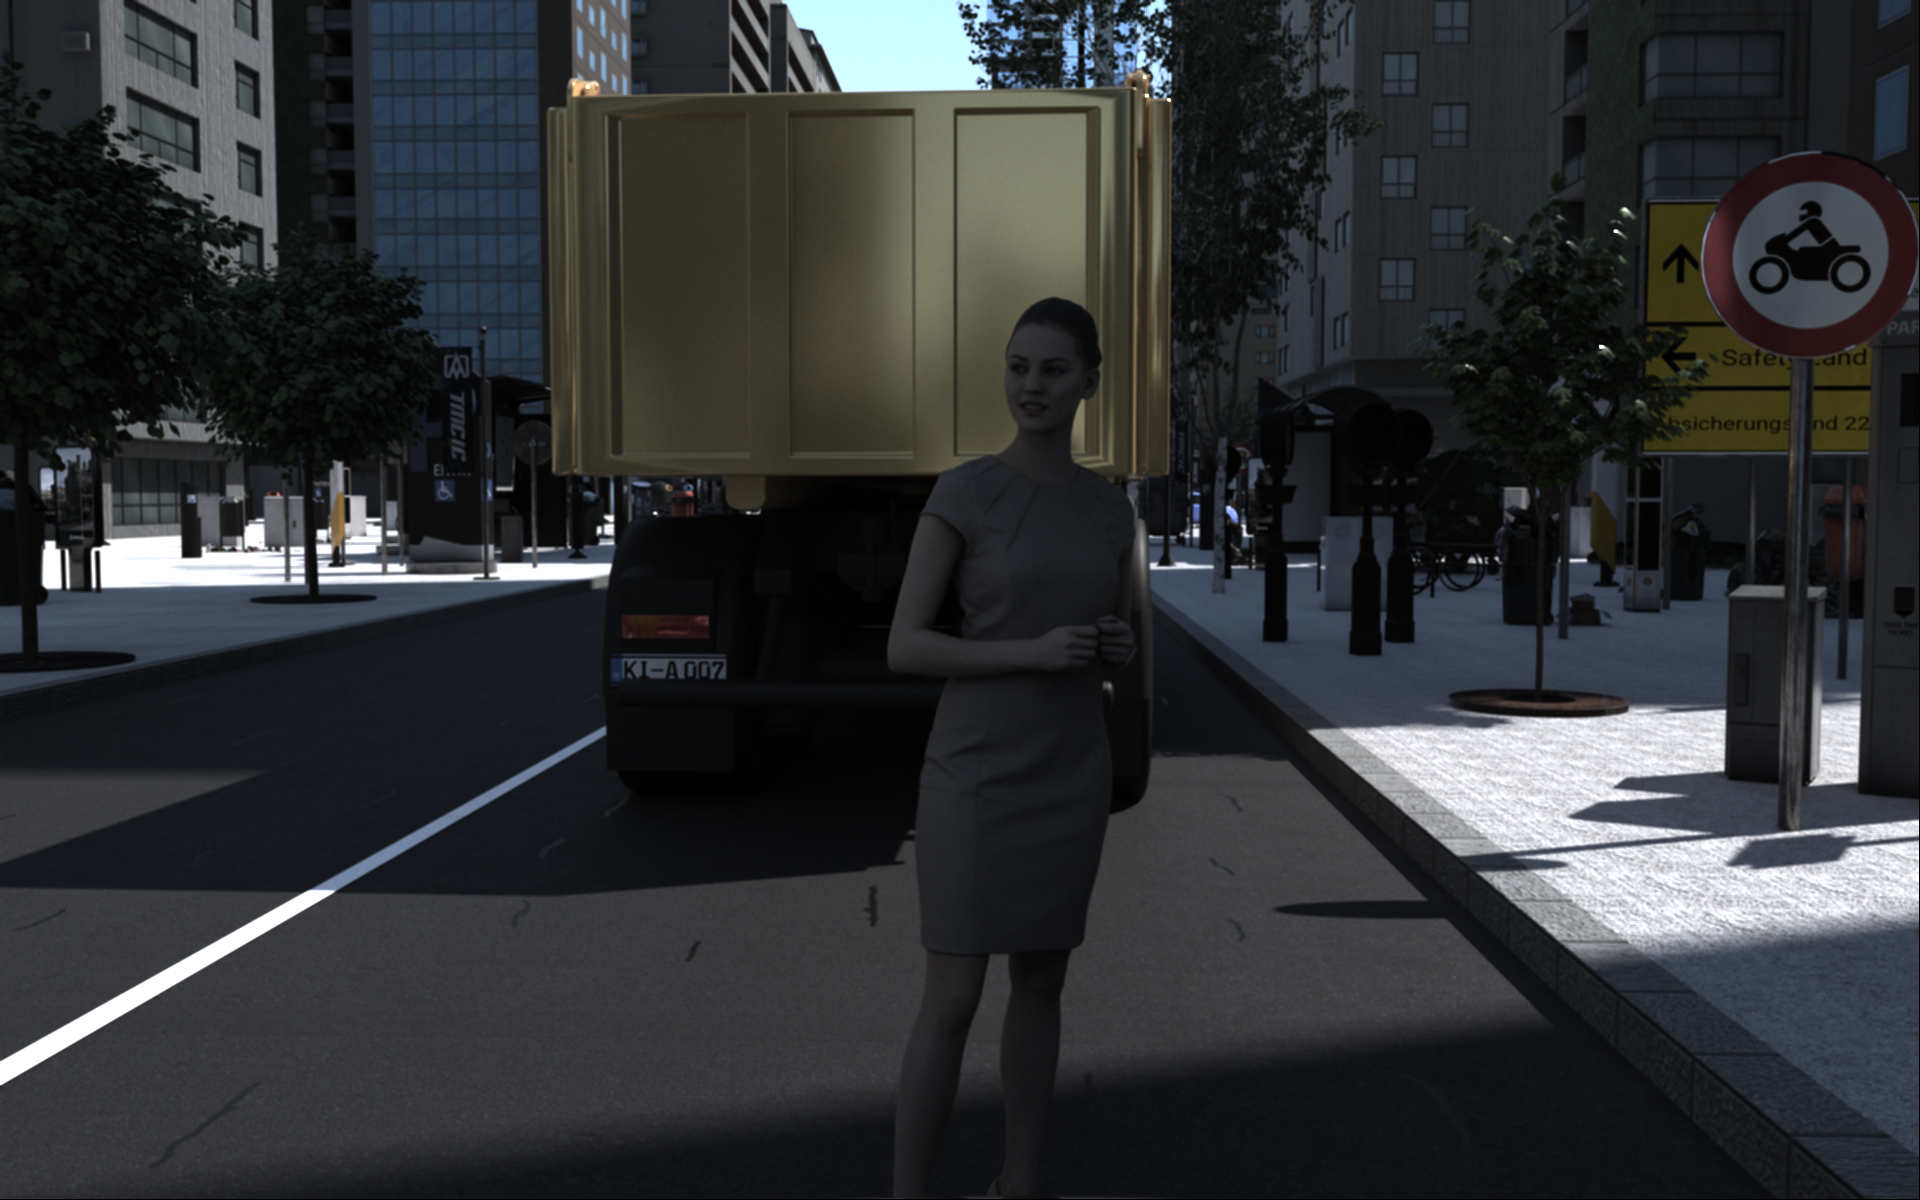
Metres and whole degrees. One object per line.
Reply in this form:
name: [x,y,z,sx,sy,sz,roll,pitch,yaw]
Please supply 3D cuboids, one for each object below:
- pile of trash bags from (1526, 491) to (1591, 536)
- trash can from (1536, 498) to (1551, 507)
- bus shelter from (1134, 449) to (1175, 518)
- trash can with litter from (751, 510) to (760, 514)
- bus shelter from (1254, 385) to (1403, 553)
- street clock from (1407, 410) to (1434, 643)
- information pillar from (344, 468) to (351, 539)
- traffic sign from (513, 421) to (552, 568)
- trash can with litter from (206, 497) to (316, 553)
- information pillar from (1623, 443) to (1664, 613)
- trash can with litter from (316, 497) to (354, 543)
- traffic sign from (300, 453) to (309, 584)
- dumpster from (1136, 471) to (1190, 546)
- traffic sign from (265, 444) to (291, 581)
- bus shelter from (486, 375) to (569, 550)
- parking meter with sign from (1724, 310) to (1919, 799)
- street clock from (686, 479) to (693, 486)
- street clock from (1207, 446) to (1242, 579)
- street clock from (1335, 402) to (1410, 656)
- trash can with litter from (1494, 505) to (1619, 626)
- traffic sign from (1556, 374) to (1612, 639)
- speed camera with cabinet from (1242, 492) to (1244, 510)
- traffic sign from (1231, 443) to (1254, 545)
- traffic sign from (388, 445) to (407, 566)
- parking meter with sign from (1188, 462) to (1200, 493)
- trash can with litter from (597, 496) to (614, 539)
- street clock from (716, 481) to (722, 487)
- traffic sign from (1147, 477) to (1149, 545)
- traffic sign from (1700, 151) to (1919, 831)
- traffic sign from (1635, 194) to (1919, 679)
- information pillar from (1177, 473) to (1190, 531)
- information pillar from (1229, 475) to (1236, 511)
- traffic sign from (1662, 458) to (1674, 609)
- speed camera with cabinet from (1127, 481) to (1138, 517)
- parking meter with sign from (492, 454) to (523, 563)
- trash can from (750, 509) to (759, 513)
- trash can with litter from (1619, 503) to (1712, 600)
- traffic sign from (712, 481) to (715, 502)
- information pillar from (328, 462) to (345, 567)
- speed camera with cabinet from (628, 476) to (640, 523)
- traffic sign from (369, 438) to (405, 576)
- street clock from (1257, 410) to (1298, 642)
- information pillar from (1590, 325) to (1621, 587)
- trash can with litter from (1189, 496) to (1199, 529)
pile of trash bags: [14.001,-1.834,39.746,1.912,1.369,3.447,3,5,42]
trash can: [21.193,-3.157,63.277,0.748,1.137,0.748,0,3,0]
bus shelter: [7.478,-4.652,69.988,2.014,3.302,5.546,0,4,2]
trash can with litter: [-14.588,-7.280,130.084,2.233,1.210,1.678,-1,4,-8]
bus shelter: [7.280,-2.505,34.876,2.014,3.302,5.546,0,4,2]
street clock: [3.812,-0.636,14.964,0.471,2.002,0.358,-1,4,-14]
information pillar: [-17.484,-2.726,49.068,0.304,2.012,0.304,1,4,18]
traffic sign: [-7.396,-1.832,30.058,0.768,2.556,0.104,0,4,8]
trash can with litter: [-15.764,-1.665,38.280,2.233,1.210,1.678,0,4,3]
information pillar: [7.431,-0.876,18.815,0.304,2.012,0.304,0,3,0]
trash can with litter: [-17.301,-2.117,45.674,2.233,1.210,1.678,0,4,-4]
traffic sign: [-9.282,-1.502,24.554,0.884,2.594,0.081,0,4,4]
dumpster: [5.120,-2.321,43.710,1.264,1.857,1.865,0,4,2]
traffic sign: [-9.887,-1.547,25.402,0.768,2.556,0.104,0,4,7]
bus shelter: [-9.753,-2.812,37.265,1.731,3.624,6.357,0,4,2]
parking meter with sign: [4.229,-0.677,7.327,1.738,3.016,0.543,2,4,33]
street clock: [-10.324,-3.822,67.053,0.471,2.002,0.358,2,4,25]
street clock: [3.988,-1.321,26.172,0.471,2.002,0.358,-1,4,-17]
street clock: [3.239,-0.563,13.776,0.471,2.002,0.358,-1,4,-16]
trash can with litter: [5.838,-0.348,17.070,1.055,1.170,0.624,0,4,7]
traffic sign: [5.351,-0.929,15.289,0.768,2.556,0.104,1,4,10]
speed camera with cabinet: [23.599,-9.058,142.438,2.038,3.252,0.660,0,4,6]
traffic sign: [6.955,-2.625,43.026,0.768,2.556,0.104,0,4,7]
traffic sign: [-9.936,-1.880,30.750,0.884,2.594,0.081,0,4,7]
parking meter with sign: [13.334,-6.017,94.636,1.738,3.016,0.543,3,5,39]
trash can with litter: [-10.692,-2.382,50.011,1.678,1.210,2.233,1,4,13]
street clock: [-12.375,-5.165,89.016,0.358,2.002,0.471,-1,4,-21]
traffic sign: [4.561,-2.441,42.035,0.606,2.300,0.079,0,4,4]
traffic sign: [3.172,-0.394,6.548,0.768,2.556,0.104,1,4,10]
traffic sign: [5.792,-1.103,11.913,2.265,3.308,0.079,0,4,3]
information pillar: [7.858,-3.455,60.977,0.304,2.012,0.304,-3,4,-37]
information pillar: [14.186,-6.041,90.130,0.183,3.616,0.504,-2,4,-29]
traffic sign: [7.867,-1.169,19.218,0.768,2.556,0.104,1,4,11]
speed camera with cabinet: [6.271,-4.334,65.196,0.660,3.252,2.038,0,4,-6]
parking meter with sign: [-9.103,-2.213,32.442,1.738,3.016,0.543,0,4,-5]
trash can: [-13.887,-6.448,117.071,0.748,1.137,0.748,0,3,0]
trash can with litter: [8.577,-0.596,21.127,0.624,1.170,1.055,-3,5,-43]
traffic sign: [-7.361,-3.162,51.797,0.768,2.556,0.104,1,4,11]
information pillar: [-10.954,-2.387,30.388,0.183,3.616,0.504,-3,4,-37]
speed camera with cabinet: [-9.097,-3.235,47.233,0.660,3.252,2.038,-1,4,-13]
traffic sign: [-9.069,-1.659,27.228,0.768,2.556,0.104,1,4,9]
street clock: [2.753,-0.642,15.059,0.358,2.002,0.471,1,4,20]
information pillar: [8.930,-1.993,23.948,0.504,3.616,0.183,-2,4,-35]
trash can with litter: [8.713,-3.281,64.707,1.678,1.210,2.233,-3,4,-38]
